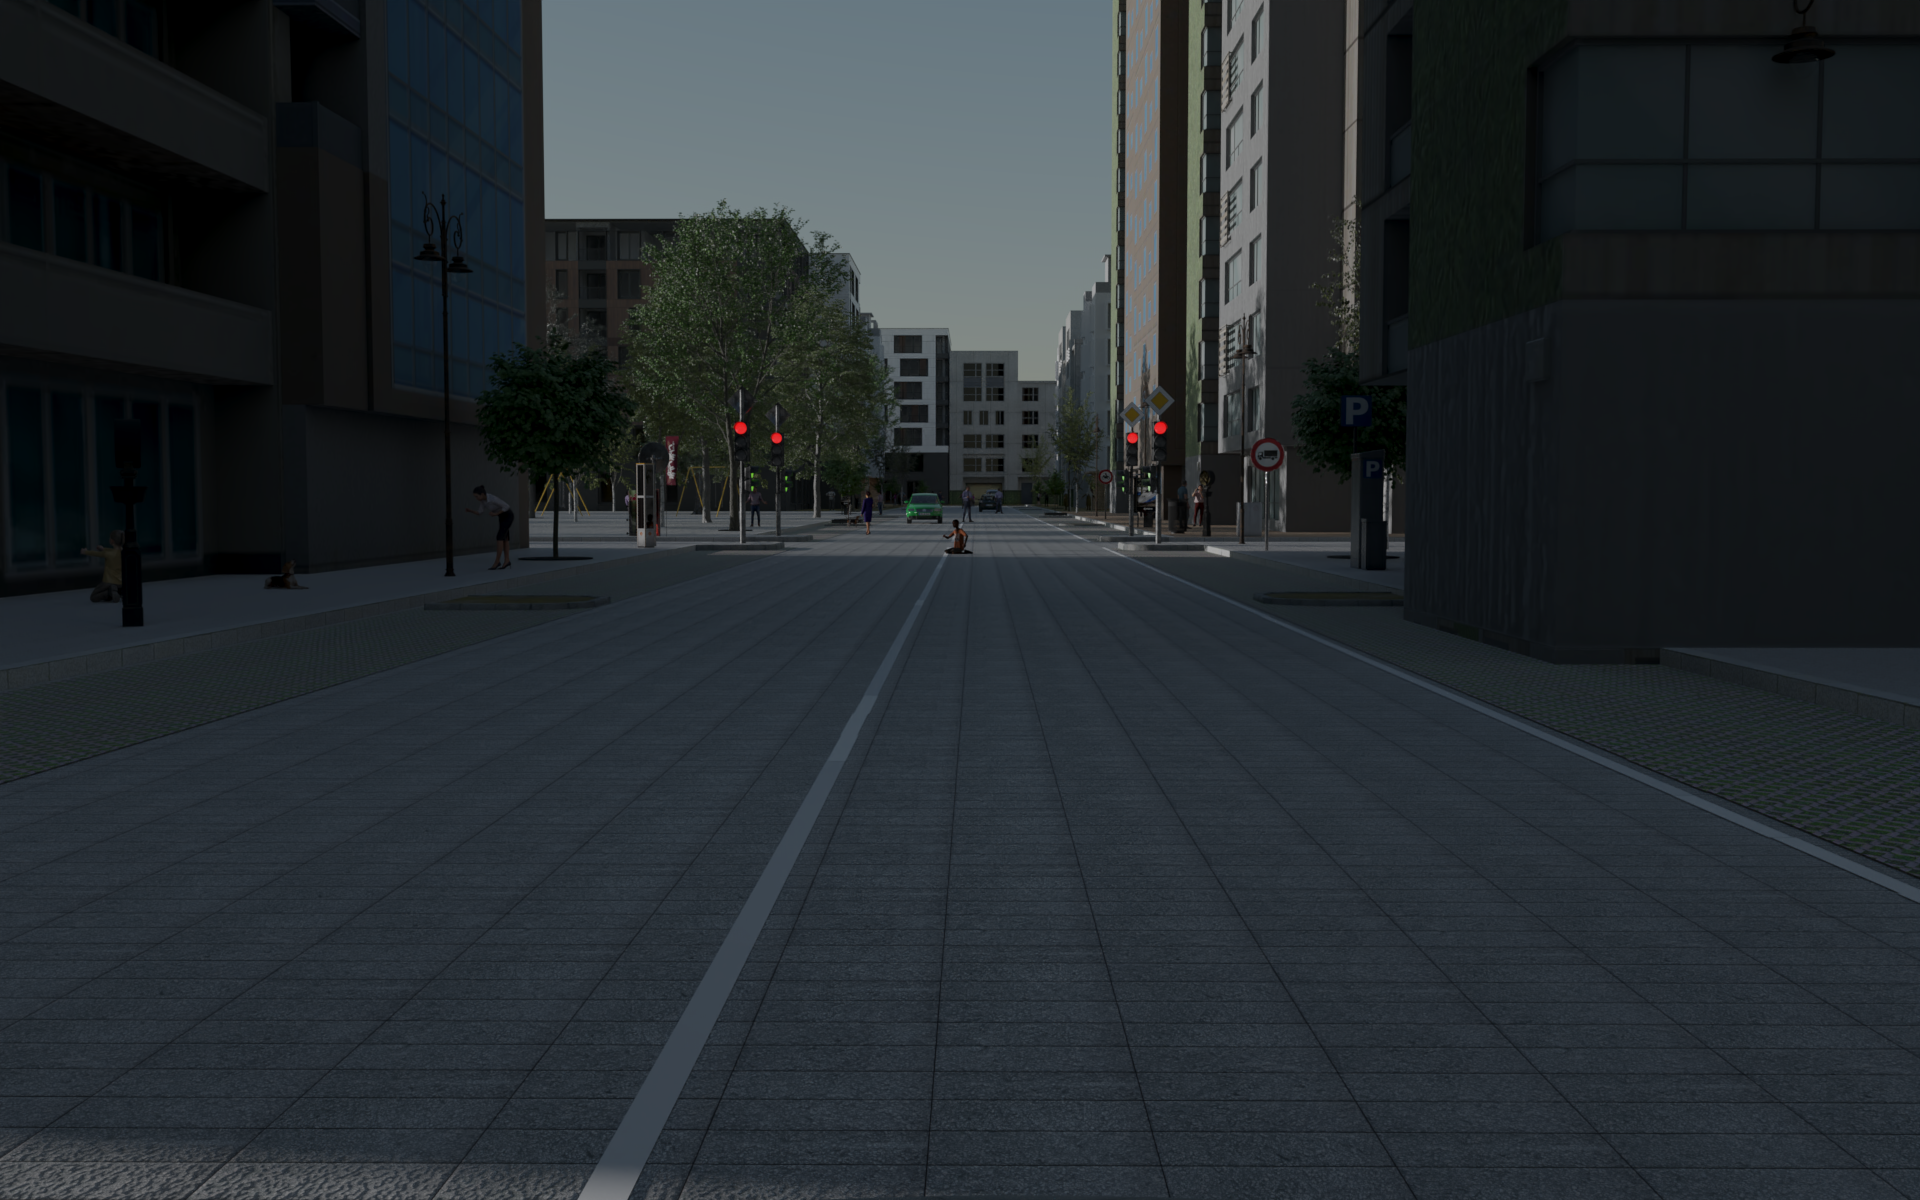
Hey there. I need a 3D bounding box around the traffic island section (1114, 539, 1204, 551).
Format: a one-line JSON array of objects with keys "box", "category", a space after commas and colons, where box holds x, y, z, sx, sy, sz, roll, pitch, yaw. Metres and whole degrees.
[{"box": [5.175, -1.387, 44.962, 2.009, 0.180, 2.903, 0, 4, 1], "category": "traffic island section"}]

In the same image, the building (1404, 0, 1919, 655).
[{"box": [12.056, -20.573, 19.962, 14.154, 41.232, 14.086, 0, 4, 1], "category": "building"}]

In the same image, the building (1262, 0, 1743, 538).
[{"box": [16.932, -23.018, 59.931, 14.086, 41.232, 14.154, 0, 4, 1], "category": "building"}]

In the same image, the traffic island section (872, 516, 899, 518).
[{"box": [-4.725, -5.019, 104.934, 1.991, 0.108, 1.994, 0, 4, 1], "category": "traffic island section"}]

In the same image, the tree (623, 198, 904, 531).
[{"box": [-7.713, -8.203, 59.875, 9.928, 11.665, 9.643, 0, 3, 0], "category": "tree"}]

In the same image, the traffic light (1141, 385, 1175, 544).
[{"box": [5.135, -3.421, 44.849, 0.839, 4.253, 0.868, 0, 4, 1], "category": "traffic light"}]

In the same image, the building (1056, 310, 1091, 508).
[{"box": [19.064, -18.882, 175.181, 16.747, 18.905, 31.486, 0, 4, 1], "category": "building"}]

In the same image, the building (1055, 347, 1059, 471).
[{"box": [18.902, -20.802, 196.539, 16.016, 20.091, 11.380, 0, 4, 1], "category": "building"}]

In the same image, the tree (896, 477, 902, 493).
[{"box": [-6.324, -10.600, 167.912, 1.663, 3.219, 1.824, 0, 3, 0], "category": "tree"}]

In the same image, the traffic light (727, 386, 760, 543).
[{"box": [-5.626, -3.426, 44.943, 0.839, 4.253, 0.868, 0, 4, 1], "category": "traffic light"}]

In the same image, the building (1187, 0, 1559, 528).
[{"box": [16.942, -24.038, 76.609, 14.154, 41.232, 14.086, 0, 4, 1], "category": "building"}]

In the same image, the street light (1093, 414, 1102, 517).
[{"box": [7.776, -7.685, 98.442, 0.468, 5.910, 1.993, 0, 4, 1], "category": "street light"}]

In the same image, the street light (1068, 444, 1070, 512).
[{"box": [7.999, -9.419, 126.796, 0.468, 5.910, 1.993, 0, 4, 1], "category": "street light"}]

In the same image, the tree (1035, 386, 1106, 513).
[{"box": [7.906, -10.165, 116.562, 4.737, 8.622, 4.395, 0, 3, 0], "category": "tree"}]

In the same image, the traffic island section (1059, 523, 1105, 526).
[{"box": [5.506, -3.400, 78.459, 1.991, 0.108, 1.994, 0, 4, 1], "category": "traffic island section"}]

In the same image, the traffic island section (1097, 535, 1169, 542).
[{"box": [5.257, -1.876, 52.947, 2.009, 0.180, 2.903, 0, 4, 1], "category": "traffic island section"}]

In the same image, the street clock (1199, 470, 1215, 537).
[{"box": [7.442, -2.912, 52.178, 0.358, 2.002, 0.471, -3, 4, -36], "category": "street clock"}]

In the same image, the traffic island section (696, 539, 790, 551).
[{"box": [-5.666, -1.394, 45.078, 2.009, 0.180, 2.903, 0, 4, 1], "category": "traffic island section"}]

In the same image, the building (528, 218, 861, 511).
[{"box": [-23.307, -18.410, 144.979, 27.936, 21.610, 32.646, 0, 4, 1], "category": "building"}]

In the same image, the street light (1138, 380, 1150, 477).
[{"box": [7.504, -5.951, 70.089, 0.468, 5.910, 1.993, 0, 4, 1], "category": "street light"}]

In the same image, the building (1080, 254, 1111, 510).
[{"box": [18.044, -17.491, 142.401, 16.016, 20.091, 11.380, 0, 4, 1], "category": "building"}]

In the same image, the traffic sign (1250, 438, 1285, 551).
[{"box": [6.952, -2.391, 39.191, 0.768, 2.556, 0.104, 1, 4, 9], "category": "traffic sign"}]

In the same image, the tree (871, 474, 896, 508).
[{"box": [-7.370, -10.270, 162.513, 1.663, 3.219, 1.824, 0, 3, 0], "category": "tree"}]

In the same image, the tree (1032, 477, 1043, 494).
[{"box": [9.217, -12.532, 199.493, 1.663, 3.219, 1.824, 0, 3, 0], "category": "tree"}]

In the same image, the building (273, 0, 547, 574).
[{"box": [-17.051, -23.450, 33.512, 14.200, 45.320, 14.600, 0, 4, 1], "category": "building"}]

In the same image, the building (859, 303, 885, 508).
[{"box": [-15.783, -19.695, 178.436, 16.016, 20.091, 11.380, 0, 4, 1], "category": "building"}]

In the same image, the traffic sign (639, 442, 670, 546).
[{"box": [-7.500, -2.592, 42.477, 0.768, 2.556, 0.104, 0, 4, 2], "category": "traffic sign"}]

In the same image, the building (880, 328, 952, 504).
[{"box": [-17.584, -23.438, 227.184, 32.646, 21.610, 27.936, 0, 4, 1], "category": "building"}]

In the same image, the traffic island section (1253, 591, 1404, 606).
[{"box": [4.942, -0.006, 22.970, 1.991, 0.108, 1.994, 0, 4, 1], "category": "traffic island section"}]

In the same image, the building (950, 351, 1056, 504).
[{"box": [14.546, -21.735, 221.818, 31.486, 18.905, 16.747, 0, 4, 1], "category": "building"}]

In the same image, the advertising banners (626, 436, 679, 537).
[{"box": [-9.287, -3.435, 52.352, 2.074, 3.025, 0.090, 2, 4, 31], "category": "advertising banners"}]

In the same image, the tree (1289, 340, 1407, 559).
[{"box": [8.072, -3.110, 34.565, 4.285, 4.588, 4.351, 0, 3, 0], "category": "tree"}]

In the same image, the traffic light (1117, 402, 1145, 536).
[{"box": [5.217, -3.909, 52.833, 0.839, 4.253, 0.868, 0, 4, 1], "category": "traffic light"}]

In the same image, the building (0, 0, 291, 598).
[{"box": [-21.544, -24.028, 16.555, 21.300, 48.544, 21.600, 0, 4, 1], "category": "building"}]

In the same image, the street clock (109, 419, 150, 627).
[{"box": [-8.029, -0.745, 16.757, 0.358, 2.002, 0.471, -2, 4, -25], "category": "street clock"}]

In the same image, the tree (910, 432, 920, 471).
[{"box": [-6.374, -14.638, 189.688, 4.360, 8.622, 3.978, 0, 3, 0], "category": "tree"}]

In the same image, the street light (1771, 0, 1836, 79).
[{"box": [6.811, -2.569, 14.795, 0.468, 5.910, 1.993, 0, 4, 1], "category": "street light"}]

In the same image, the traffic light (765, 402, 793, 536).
[{"box": [-5.544, -3.915, 52.928, 0.839, 4.253, 0.868, 0, 4, 1], "category": "traffic light"}]

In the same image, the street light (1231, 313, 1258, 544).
[{"box": [7.251, -4.378, 44.367, 0.468, 5.910, 1.993, 0, 4, 1], "category": "street light"}]

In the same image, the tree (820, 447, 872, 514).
[{"box": [-7.441, -7.939, 113.522, 4.285, 4.588, 4.351, 0, 3, 0], "category": "tree"}]

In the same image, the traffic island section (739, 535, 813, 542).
[{"box": [-5.584, -1.883, 53.063, 2.009, 0.180, 2.903, 0, 4, 1], "category": "traffic island section"}]

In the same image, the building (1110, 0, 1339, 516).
[{"box": [17.426, -26.716, 120.395, 14.154, 41.232, 14.086, 0, 4, 1], "category": "building"}]

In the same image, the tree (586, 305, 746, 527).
[{"box": [-11.415, -7.172, 67.627, 4.737, 8.622, 4.395, 0, 3, 0], "category": "tree"}]

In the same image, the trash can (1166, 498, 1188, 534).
[{"box": [7.060, -2.722, 56.166, 0.748, 1.137, 0.748, 0, 3, 0], "category": "trash can"}]

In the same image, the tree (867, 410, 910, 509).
[{"box": [-6.597, -12.053, 147.424, 4.360, 8.622, 3.978, 0, 3, 0], "category": "tree"}]

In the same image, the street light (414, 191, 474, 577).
[{"box": [-7.956, -3.306, 26.836, 0.468, 5.910, 1.993, 0, 4, 1], "category": "street light"}]

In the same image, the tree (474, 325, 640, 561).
[{"box": [-7.917, -3.063, 33.799, 4.285, 4.588, 4.351, 0, 3, 0], "category": "tree"}]

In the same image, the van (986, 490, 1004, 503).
[{"box": [3.232, -9.861, 168.241, 2.013, 2.044, 4.112, 0, 4, 2], "category": "van"}]

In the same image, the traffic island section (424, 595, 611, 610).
[{"box": [-5.574, 0.041, 22.200, 1.991, 0.108, 1.994, 0, 4, 1], "category": "traffic island section"}]

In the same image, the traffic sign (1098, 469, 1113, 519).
[{"box": [7.483, -5.436, 88.987, 0.768, 2.556, 0.104, 0, 4, 1], "category": "traffic sign"}]

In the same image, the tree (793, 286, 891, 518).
[{"box": [-7.408, -10.756, 93.995, 7.486, 12.596, 7.792, 0, 3, 0], "category": "tree"}]

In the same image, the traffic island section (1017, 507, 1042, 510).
[{"box": [6.305, -8.097, 155.244, 1.991, 0.108, 1.994, 0, 4, 1], "category": "traffic island section"}]
